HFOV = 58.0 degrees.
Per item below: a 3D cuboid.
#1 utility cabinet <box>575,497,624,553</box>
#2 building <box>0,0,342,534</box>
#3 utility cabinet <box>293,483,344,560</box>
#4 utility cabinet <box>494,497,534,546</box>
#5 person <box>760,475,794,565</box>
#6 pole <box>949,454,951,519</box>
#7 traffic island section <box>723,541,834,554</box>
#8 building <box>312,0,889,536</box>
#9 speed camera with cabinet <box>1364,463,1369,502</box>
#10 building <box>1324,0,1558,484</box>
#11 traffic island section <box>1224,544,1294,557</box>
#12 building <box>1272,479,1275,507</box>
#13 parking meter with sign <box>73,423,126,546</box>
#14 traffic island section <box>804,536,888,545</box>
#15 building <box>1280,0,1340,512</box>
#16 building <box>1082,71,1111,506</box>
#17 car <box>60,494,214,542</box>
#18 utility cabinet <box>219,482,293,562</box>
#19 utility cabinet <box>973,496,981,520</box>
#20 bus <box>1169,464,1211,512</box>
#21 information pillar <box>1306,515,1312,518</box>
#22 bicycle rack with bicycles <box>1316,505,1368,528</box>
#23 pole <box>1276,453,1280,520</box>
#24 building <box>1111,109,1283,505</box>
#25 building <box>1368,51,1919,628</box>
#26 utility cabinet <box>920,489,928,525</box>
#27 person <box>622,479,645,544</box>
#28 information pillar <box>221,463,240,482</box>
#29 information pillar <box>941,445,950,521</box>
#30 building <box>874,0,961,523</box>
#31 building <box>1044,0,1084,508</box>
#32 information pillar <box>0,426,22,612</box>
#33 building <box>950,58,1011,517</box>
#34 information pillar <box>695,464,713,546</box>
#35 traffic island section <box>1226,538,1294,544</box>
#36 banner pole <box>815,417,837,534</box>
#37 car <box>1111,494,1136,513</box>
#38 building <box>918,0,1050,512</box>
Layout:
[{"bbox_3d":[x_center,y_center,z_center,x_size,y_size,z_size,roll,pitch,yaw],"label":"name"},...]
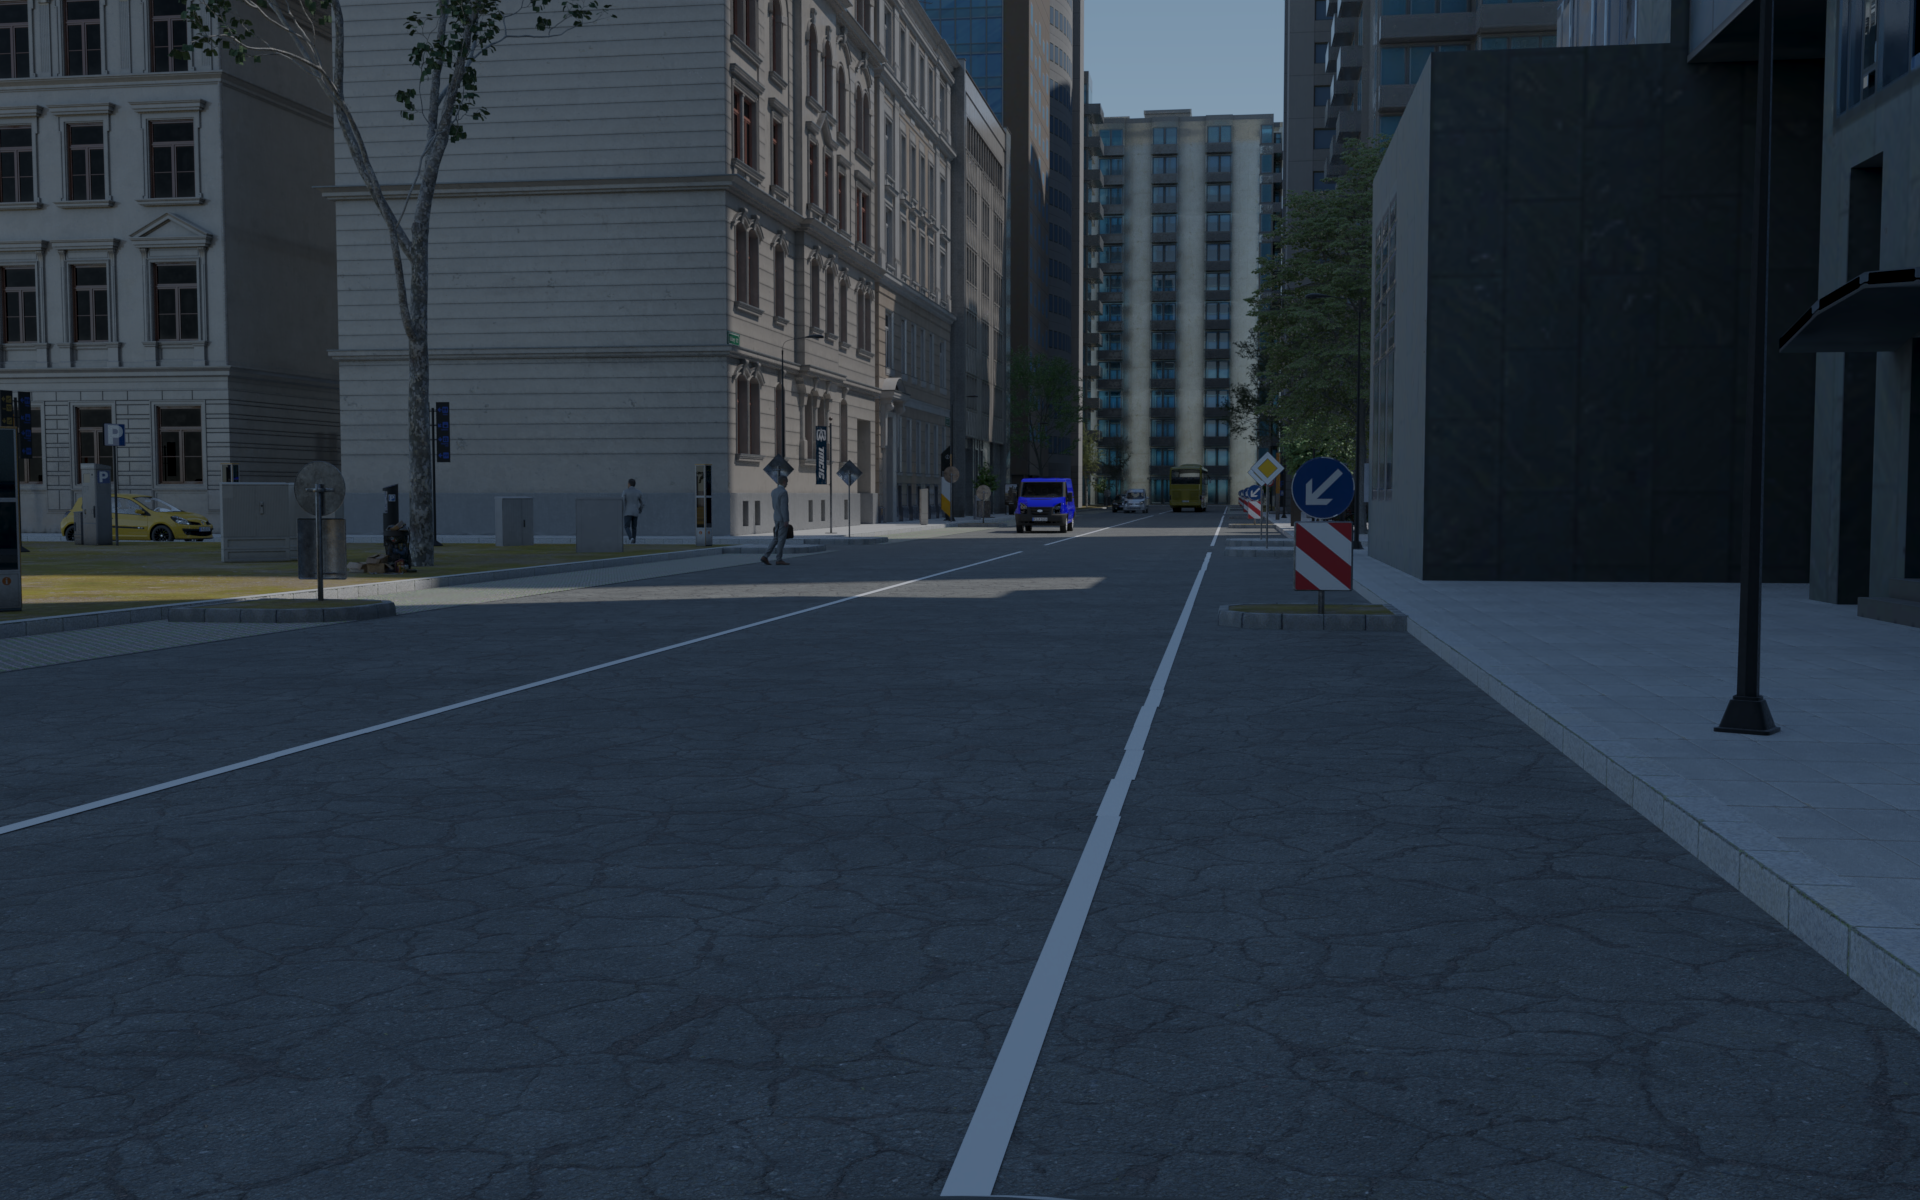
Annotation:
[{"bbox_3d":[-7.940,-1.650,38.143,1.020,1.237,0.306,-1,4,-12],"label":"utility cabinet"},{"bbox_3d":[-32.156,-13.757,61.079,21.152,22.565,11.583,1,4,9],"label":"building"},{"bbox_3d":[-12.441,-1.505,33.279,1.173,1.500,0.318,1,4,15],"label":"utility cabinet"},{"bbox_3d":[-11.053,-1.946,42.987,0.306,1.237,1.020,2,4,33],"label":"utility cabinet"},{"bbox_3d":[-3.615,-1.614,35.005,0.853,1.813,0.709,-3,4,-39],"label":"person"},{"bbox_3d":[-0.536,-5.793,88.558,0.158,3.312,0.155,0,3,0],"label":"pole"},{"bbox_3d":[-4.490,-1.249,42.695,2.009,0.180,2.903,1,4,9],"label":"traffic island section"},{"bbox_3d":[-11.378,-16.893,63.583,14.401,28.519,23.554,1,4,9],"label":"building"},{"bbox_3d":[12.491,-3.337,48.889,2.038,3.252,0.660,2,4,24],"label":"speed camera with cabinet"},{"bbox_3d":[32.881,-29.404,100.369,23.786,49.044,30.456,1,4,9],"label":"building"},{"bbox_3d":[7.257,-1.136,40.852,2.009,0.180,2.903,1,4,9],"label":"traffic island section"},{"bbox_3d":[49.389,-29.950,181.564,32.217,40.220,23.993,1,4,9],"label":"building"},{"bbox_3d":[-21.651,-2.886,43.452,1.738,3.016,0.543,2,4,34],"label":"parking meter with sign"},{"bbox_3d":[-3.252,-1.731,50.584,2.009,0.180,2.903,1,4,9],"label":"traffic island section"},{"bbox_3d":[35.928,-36.296,135.440,21.231,58.520,28.212,1,4,9],"label":"building"},{"bbox_3d":[0.012,-34.805,188.665,30.456,49.044,23.786,1,4,9],"label":"building"},{"bbox_3d":[-22.968,-2.337,48.440,3.980,1.641,2.015,0,4,8],"label":"car"},{"bbox_3d":[-13.271,-1.464,32.613,1.173,1.500,0.318,-2,4,-31],"label":"utility cabinet"},{"bbox_3d":[0.858,-4.630,86.863,0.306,1.237,1.020,0,4,-5],"label":"utility cabinet"},{"bbox_3d":[18.648,-9.112,140.534,2.896,3.916,12.252,1,4,11],"label":"bus"},{"bbox_3d":[18.517,-5.335,91.714,0.304,2.012,0.304,1,4,15],"label":"information pillar"},{"bbox_3d":[13.395,-2.773,58.727,2.925,0.926,2.852,0,4,4],"label":"bicycle rack with bicycles"},{"bbox_3d":[15.759,-5.627,85.838,0.158,3.312,0.155,0,3,0],"label":"pole"},{"bbox_3d":[26.016,-36.629,218.494,30.456,49.044,23.786,1,4,9],"label":"building"},{"bbox_3d":[17.104,-43.040,16.372,22.319,86.520,31.000,1,4,9],"label":"building"},{"bbox_3d":[-1.519,-3.880,72.113,0.318,1.500,1.173,0,4,-4],"label":"utility cabinet"},{"bbox_3d":[-8.640,-2.287,45.745,0.661,1.843,0.795,-2,4,-27],"label":"person"},{"bbox_3d":[-17.399,-2.254,41.339,0.304,2.012,0.304,1,4,10],"label":"information pillar"},{"bbox_3d":[-0.679,-5.625,83.317,0.504,3.616,0.183,-2,4,-29],"label":"information pillar"},{"bbox_3d":[-8.090,-18.314,85.331,13.634,28.700,20.117,1,4,9],"label":"building"},{"bbox_3d":[-0.711,-37.422,153.853,21.231,58.520,28.212,1,4,9],"label":"building"},{"bbox_3d":[-10.467,-0.881,18.897,0.304,2.012,0.304,-3,5,-44],"label":"information pillar"},{"bbox_3d":[-4.156,-17.558,105.093,12.078,24.808,19.932,1,4,9],"label":"building"},{"bbox_3d":[-6.286,-2.325,42.501,0.304,2.012,0.304,2,4,27],"label":"information pillar"},{"bbox_3d":[8.496,-1.618,48.741,2.009,0.180,2.903,1,4,9],"label":"traffic island section"},{"bbox_3d":[-4.362,-4.041,56.092,0.863,3.779,0.401,-3,5,-43],"label":"banner pole"},{"bbox_3d":[12.798,-7.658,134.994,2.009,1.686,4.222,1,4,8],"label":"car"},{"bbox_3d":[-0.776,-29.520,132.765,14.600,45.320,14.200,1,4,9],"label":"building"}]
